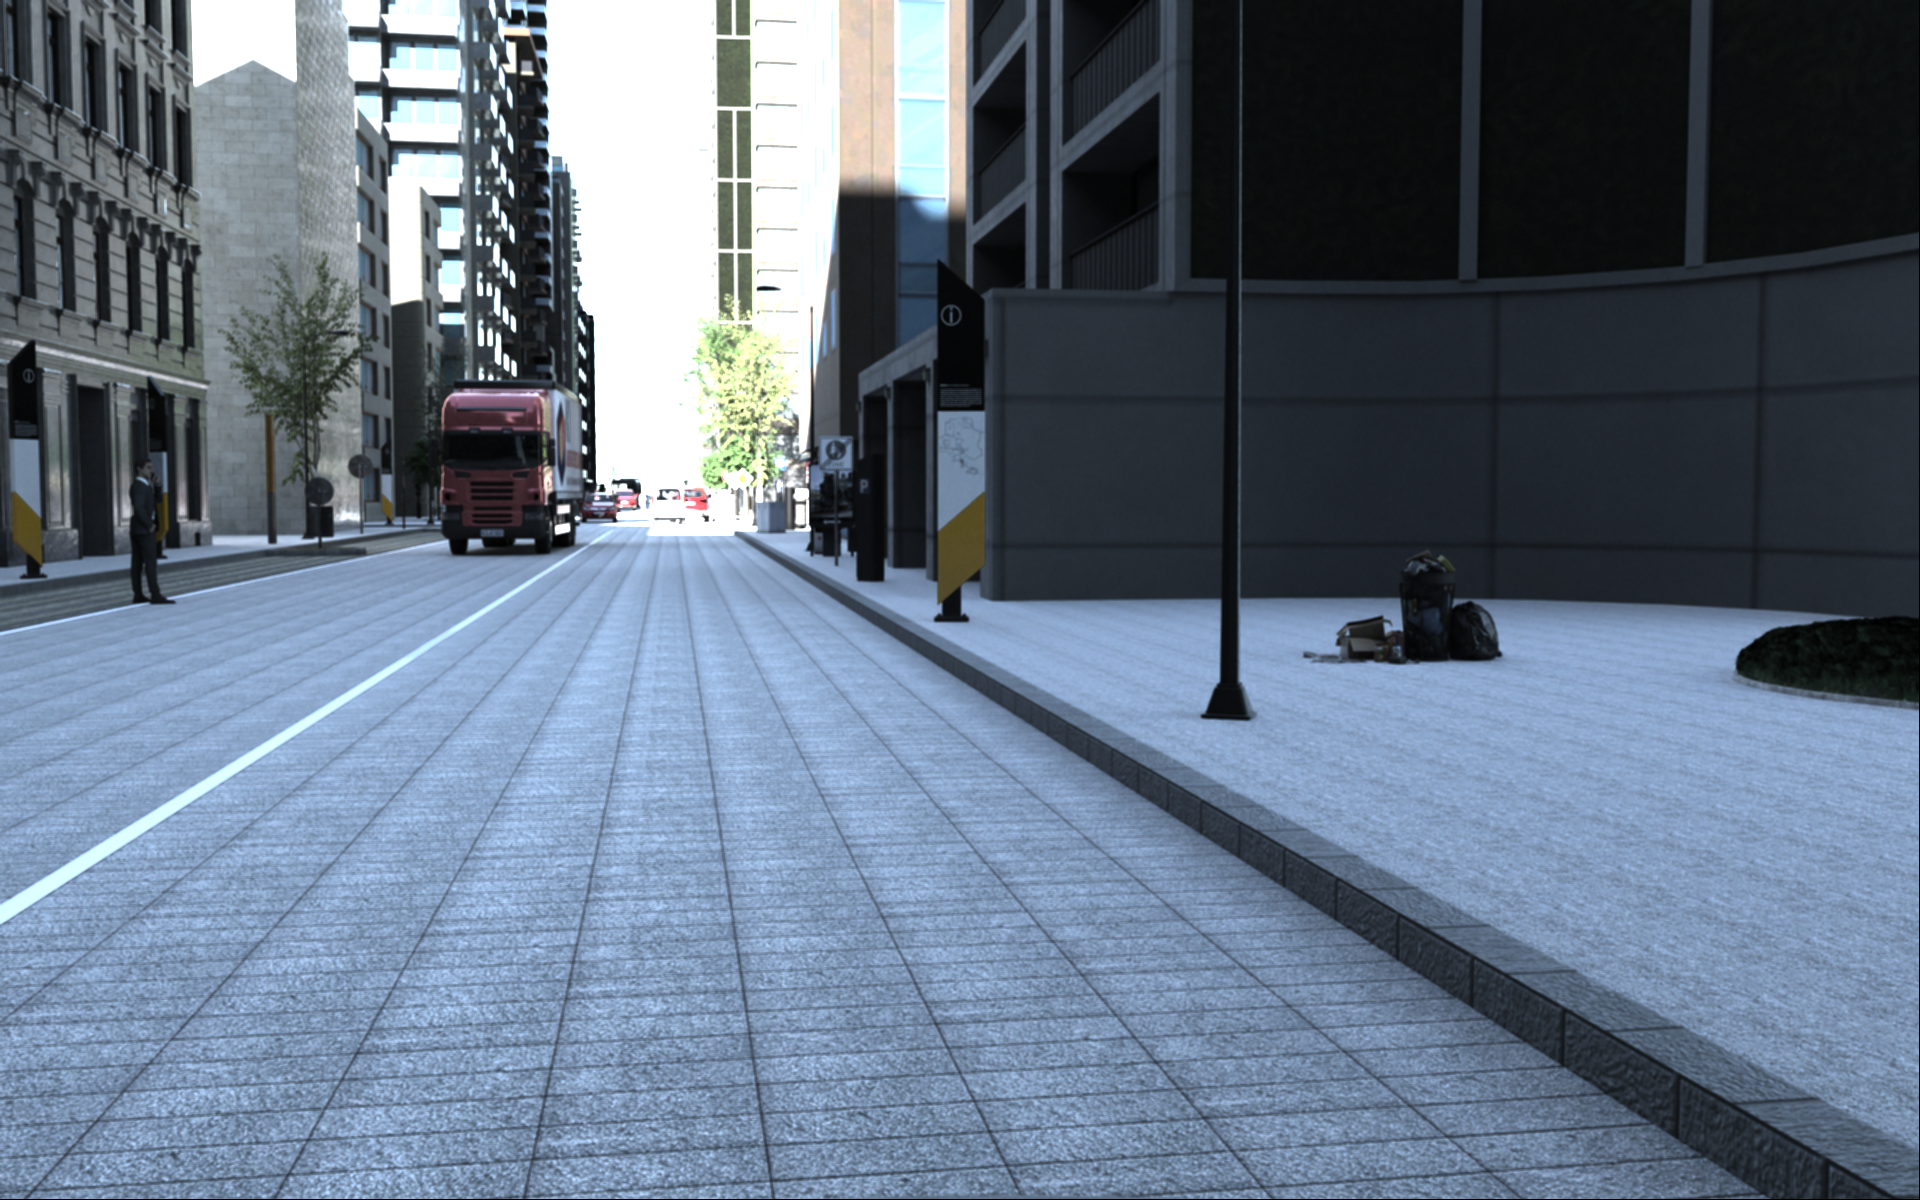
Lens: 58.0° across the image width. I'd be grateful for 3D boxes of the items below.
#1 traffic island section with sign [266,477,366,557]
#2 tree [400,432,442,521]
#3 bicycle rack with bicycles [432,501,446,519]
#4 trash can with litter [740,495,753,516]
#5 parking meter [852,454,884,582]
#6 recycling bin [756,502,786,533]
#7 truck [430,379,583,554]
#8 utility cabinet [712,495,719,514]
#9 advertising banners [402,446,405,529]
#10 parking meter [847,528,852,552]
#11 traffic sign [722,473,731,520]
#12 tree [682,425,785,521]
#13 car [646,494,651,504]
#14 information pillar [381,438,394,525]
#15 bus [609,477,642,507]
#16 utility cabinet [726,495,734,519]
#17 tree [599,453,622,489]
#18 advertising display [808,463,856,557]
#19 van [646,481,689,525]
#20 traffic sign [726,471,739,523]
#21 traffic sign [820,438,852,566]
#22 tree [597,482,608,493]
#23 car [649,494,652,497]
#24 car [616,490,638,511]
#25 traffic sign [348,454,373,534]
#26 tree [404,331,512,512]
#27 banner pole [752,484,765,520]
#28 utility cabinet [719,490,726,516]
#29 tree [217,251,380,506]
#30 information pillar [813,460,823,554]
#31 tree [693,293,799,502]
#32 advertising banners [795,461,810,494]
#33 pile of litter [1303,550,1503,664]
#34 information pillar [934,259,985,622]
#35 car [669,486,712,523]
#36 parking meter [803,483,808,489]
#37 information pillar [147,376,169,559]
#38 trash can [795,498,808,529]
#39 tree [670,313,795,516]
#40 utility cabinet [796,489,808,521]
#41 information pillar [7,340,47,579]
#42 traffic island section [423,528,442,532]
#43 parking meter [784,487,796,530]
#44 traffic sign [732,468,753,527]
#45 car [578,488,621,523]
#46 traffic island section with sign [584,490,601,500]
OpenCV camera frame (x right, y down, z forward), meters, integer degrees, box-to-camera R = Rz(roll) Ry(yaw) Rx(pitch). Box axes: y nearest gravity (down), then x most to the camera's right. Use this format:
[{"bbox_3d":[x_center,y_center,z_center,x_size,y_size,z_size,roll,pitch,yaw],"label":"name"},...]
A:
[{"bbox_3d":[-15.022,-1.951,40.530,1.989,1.847,2.006,-1,4,-9],"label":"traffic island section with sign"},{"bbox_3d":[-25.494,-6.159,84.416,4.285,4.588,4.351,0,3,0],"label":"tree"},{"bbox_3d":[-25.646,-4.608,88.726,2.852,0.926,2.925,-2,4,-31],"label":"bicycle rack with bicycles"},{"bbox_3d":[-12.761,-5.693,104.146,1.678,1.210,2.233,-3,4,-39],"label":"trash can with litter"},{"bbox_3d":[-1.327,-1.211,25.503,0.399,1.863,0.255,3,5,44],"label":"parking meter"},{"bbox_3d":[-6.255,-2.737,57.297,0.722,1.027,0.722,-3,5,-43],"label":"recycling bin"},{"bbox_3d":[-11.463,-3.419,44.810,2.839,4.237,11.283,0,4,-8],"label":"truck"},{"bbox_3d":[-15.839,-6.303,114.216,1.020,1.237,0.306,0,4,-7],"label":"utility cabinet"},{"bbox_3d":[-20.364,-4.109,63.369,0.090,3.025,2.074,-1,4,-20],"label":"advertising banners"},{"bbox_3d":[-2.367,-2.010,38.570,0.255,1.863,0.399,-1,4,-10],"label":"parking meter"},{"bbox_3d":[-11.424,-5.252,85.981,0.768,2.556,0.104,0,4,-5],"label":"traffic sign"},{"bbox_3d":[-10.116,-6.026,82.239,4.285,4.588,4.351,0,3,0],"label":"tree"},{"bbox_3d":[-47.005,-15.069,258.170,2.131,1.459,4.920,-1,4,-11],"label":"car"},{"bbox_3d":[-24.073,-4.979,72.768,0.504,3.616,0.183,2,4,24],"label":"information pillar"},{"bbox_3d":[-35.945,-11.748,186.933,2.948,3.499,13.247,0,4,-8],"label":"bus"},{"bbox_3d":[-12.006,-4.849,90.445,0.306,1.237,1.020,-1,4,-13],"label":"utility cabinet"},{"bbox_3d":[-61.096,-21.577,303.143,4.737,8.622,4.395,0,3,0],"label":"tree"},{"bbox_3d":[-2.637,-1.859,35.615,0.974,1.923,0.123,1,4,9],"label":"advertising display"},{"bbox_3d":[-13.749,-4.553,81.453,2.013,2.044,4.112,-1,4,-11],"label":"van"},{"bbox_3d":[-9.824,-4.409,75.725,0.795,2.450,0.064,-1,4,-9],"label":"traffic sign"},{"bbox_3d":[-2.207,-1.758,30.866,0.606,2.300,0.079,0,4,-1],"label":"traffic sign"},{"bbox_3d":[-56.122,-16.985,272.312,1.663,3.219,1.824,0,3,0],"label":"tree"},{"bbox_3d":[-54.062,-17.757,300.105,2.009,1.686,4.222,0,4,-8],"label":"car"},{"bbox_3d":[-28.121,-8.340,145.037,2.281,1.827,5.304,-1,4,-11],"label":"car"},{"bbox_3d":[-19.247,-3.397,55.641,0.768,2.556,0.104,0,4,-8],"label":"traffic sign"},{"bbox_3d":[-23.557,-7.891,79.378,4.360,8.622,3.978,0,3,0],"label":"tree"},{"bbox_3d":[-9.915,-5.833,85.379,0.863,3.779,0.401,-3,5,-43],"label":"banner pole"},{"bbox_3d":[-13.981,-5.706,101.964,0.318,1.500,1.173,-1,4,-14],"label":"utility cabinet"},{"bbox_3d":[-19.622,-6.203,51.775,4.737,8.622,4.395,0,3,0],"label":"tree"},{"bbox_3d":[-2.930,-1.988,37.001,0.304,2.012,0.304,2,4,24],"label":"information pillar"},{"bbox_3d":[-7.442,-6.861,62.541,4.737,8.622,4.395,0,3,0],"label":"tree"},{"bbox_3d":[-8.483,-5.849,91.811,0.090,3.025,2.074,2,4,33],"label":"advertising banners"},{"bbox_3d":[3.489,0.023,13.594,1.719,0.858,1.176,0,4,-3],"label":"pile of litter"},{"bbox_3d":[-0.002,-1.589,17.340,0.504,3.616,0.183,0,4,3],"label":"information pillar"},{"bbox_3d":[-13.762,-4.862,88.173,2.281,1.827,5.304,-1,4,-8],"label":"car"},{"bbox_3d":[-7.834,-5.033,87.997,0.255,1.863,0.399,0,4,-8],"label":"parking meter"},{"bbox_3d":[-15.851,-2.622,34.228,0.504,3.616,0.183,2,4,35],"label":"information pillar"},{"bbox_3d":[-5.996,-3.231,64.485,0.748,1.137,0.748,0,3,0],"label":"trash can"},{"bbox_3d":[-13.152,-10.676,100.313,9.928,11.665,9.643,0,3,0],"label":"tree"},{"bbox_3d":[-7.363,-4.481,81.949,0.318,1.500,1.173,-2,4,-32],"label":"utility cabinet"},{"bbox_3d":[-14.125,-2.130,26.178,0.183,3.616,0.504,1,4,16],"label":"information pillar"},{"bbox_3d":[-19.279,-2.682,66.138,2.009,0.180,2.903,-1,4,-9],"label":"traffic island section"},{"bbox_3d":[-6.070,-3.262,61.750,0.372,1.533,0.369,0,3,0],"label":"parking meter"},{"bbox_3d":[-8.508,-3.927,67.848,0.795,2.450,0.064,-1,4,-9],"label":"traffic sign"},{"bbox_3d":[-18.395,-4.850,88.344,2.155,1.783,4.494,-1,4,-11],"label":"car"},{"bbox_3d":[-37.067,-10.025,172.539,1.989,1.847,2.006,-1,4,-9],"label":"traffic island section with sign"}]
